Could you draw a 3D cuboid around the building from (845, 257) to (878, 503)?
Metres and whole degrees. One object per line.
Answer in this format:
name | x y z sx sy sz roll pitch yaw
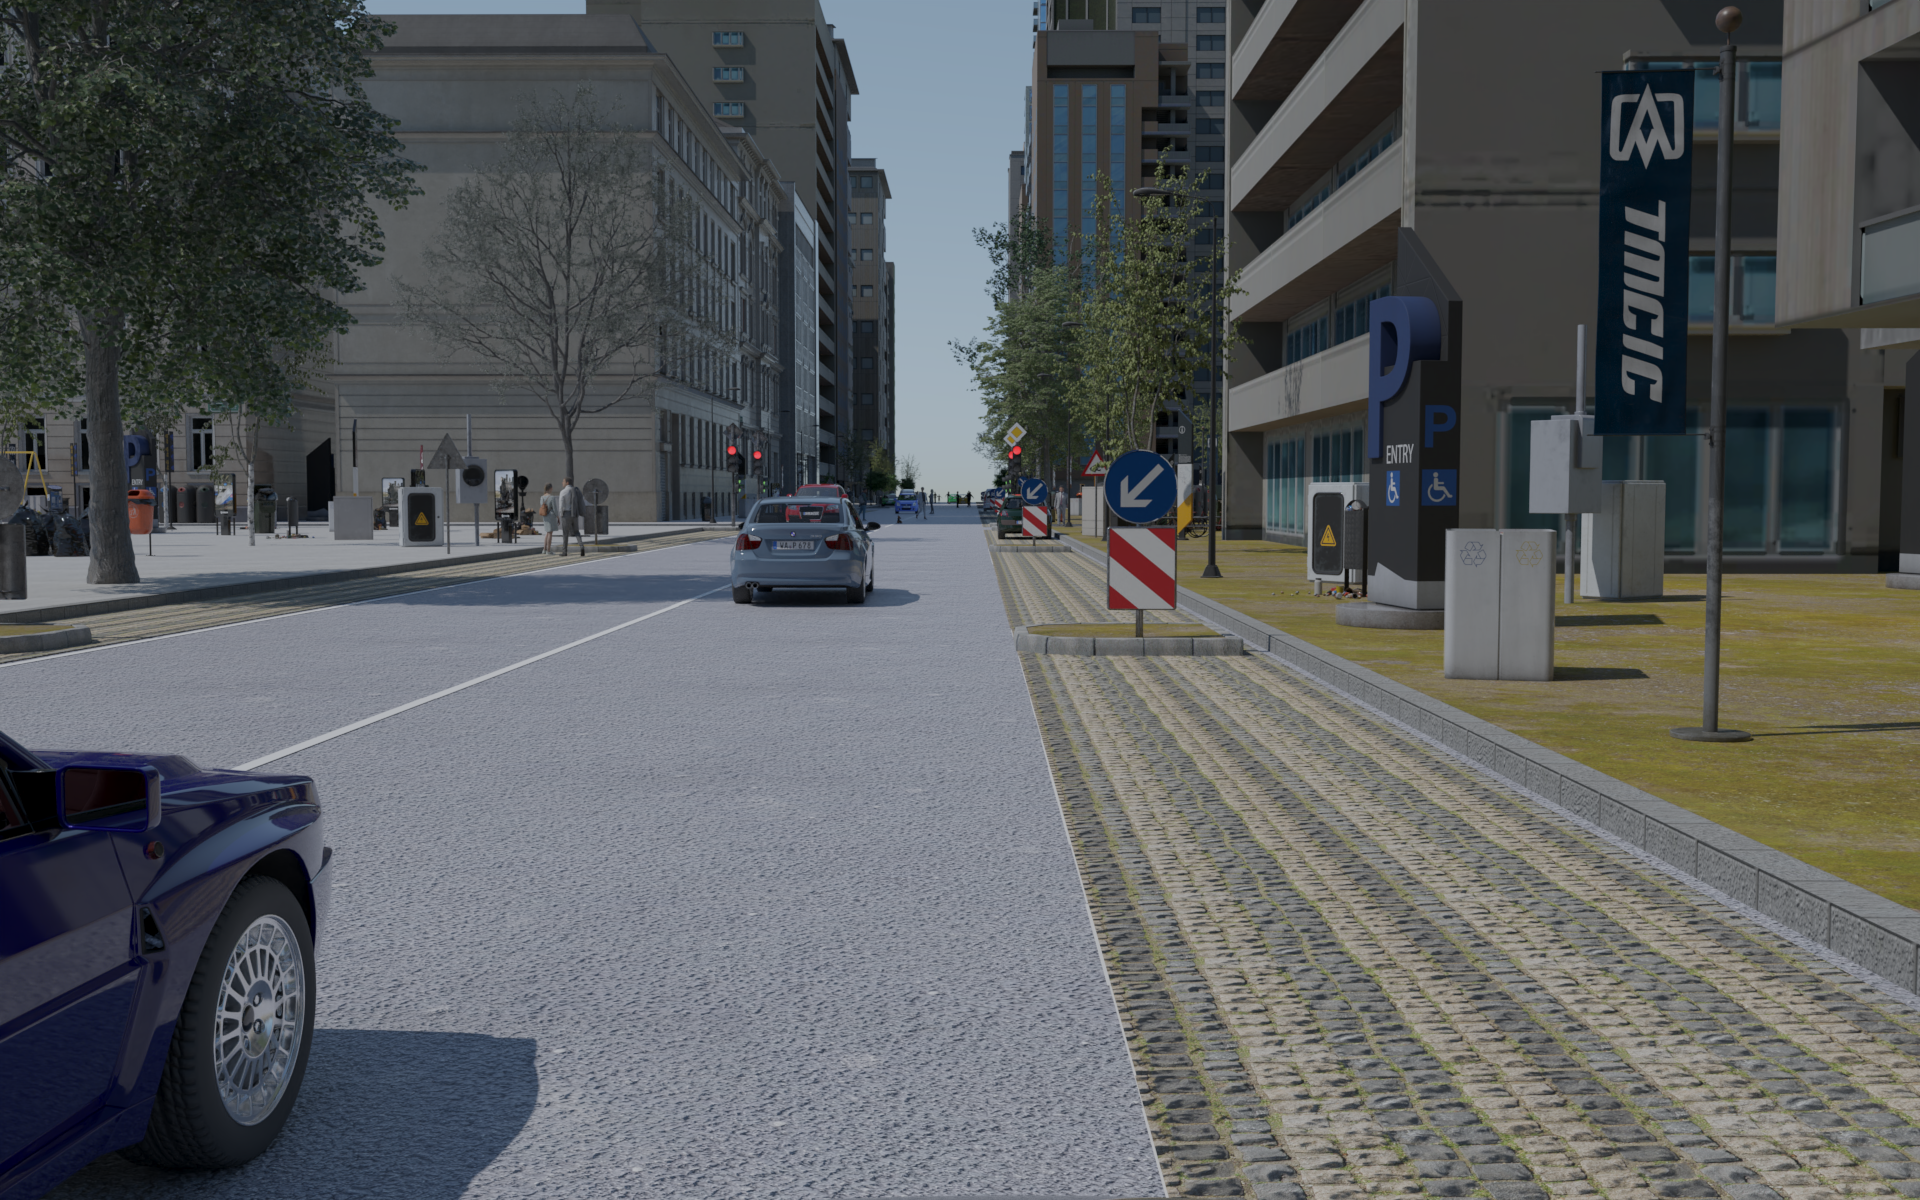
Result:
building | -28.083 -34.059 248.749 32.217 40.220 23.993 0 4 0

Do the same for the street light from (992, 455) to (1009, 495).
street light | 4.833 -14.329 206.814 1.470 5.913 1.316 0 4 0

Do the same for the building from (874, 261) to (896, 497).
building | -18.402 -37.490 296.561 14.154 41.232 14.086 0 4 0

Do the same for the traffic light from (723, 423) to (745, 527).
traffic light | -8.862 -4.823 67.782 0.839 4.253 0.868 0 4 0

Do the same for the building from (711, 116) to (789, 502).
building | -19.829 -20.285 119.052 14.401 28.519 23.554 0 4 0

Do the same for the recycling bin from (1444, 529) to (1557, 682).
recycling bin | 3.801 0.020 12.231 0.722 1.027 0.722 1 4 15

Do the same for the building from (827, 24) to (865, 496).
building | -26.644 -37.368 200.212 28.713 52.752 27.495 0 4 0

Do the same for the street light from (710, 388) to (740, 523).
street light | -10.272 -6.308 75.670 1.470 5.913 1.316 0 4 0

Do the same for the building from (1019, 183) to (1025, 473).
building | 15.343 -36.263 243.009 14.600 45.320 14.200 0 4 0

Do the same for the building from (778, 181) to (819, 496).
building | -18.397 -19.756 141.028 12.078 24.808 19.932 0 4 0

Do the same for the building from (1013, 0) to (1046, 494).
building | 18.788 -58.207 264.348 22.319 86.520 31.000 0 4 0

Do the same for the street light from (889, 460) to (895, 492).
street light | -9.136 -14.781 214.210 1.470 5.913 1.316 0 4 0

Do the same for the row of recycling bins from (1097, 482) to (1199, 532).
row of recycling bins | 6.189 -3.171 58.951 3.534 1.692 1.069 1 4 23

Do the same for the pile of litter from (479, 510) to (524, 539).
pile of litter | -13.326 -2.211 50.111 1.176 0.858 1.719 -1 4 -13

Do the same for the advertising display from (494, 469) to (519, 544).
advertising display | -11.800 -2.437 45.054 0.974 1.923 0.123 3 5 44

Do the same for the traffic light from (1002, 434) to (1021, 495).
traffic light | 2.261 -5.307 75.698 0.839 4.253 0.868 0 4 0

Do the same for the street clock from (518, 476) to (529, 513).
street clock | -17.079 -3.856 67.623 0.471 2.002 0.358 0 4 -7

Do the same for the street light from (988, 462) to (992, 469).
street light | 5.130 -16.953 249.717 1.470 5.913 1.316 0 4 0

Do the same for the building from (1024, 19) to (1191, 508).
building | 13.965 -31.519 165.452 14.600 45.320 14.200 0 4 0

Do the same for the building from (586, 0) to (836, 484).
building | -23.103 -32.873 161.167 21.300 48.544 21.600 0 4 0

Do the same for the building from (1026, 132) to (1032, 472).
building | 19.264 -36.023 208.587 23.786 49.044 30.456 0 4 0

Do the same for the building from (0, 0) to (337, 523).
building | -41.731 -18.202 83.502 20.117 28.700 13.634 0 4 0

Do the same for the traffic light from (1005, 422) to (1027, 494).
traffic light | 2.199 -4.819 67.713 0.839 4.253 0.868 0 4 0

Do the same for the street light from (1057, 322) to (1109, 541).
street light | 3.456 -4.546 46.870 1.470 5.913 1.316 0 4 0

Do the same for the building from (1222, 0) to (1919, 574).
building | 17.938 -25.262 36.731 21.300 48.544 21.600 0 4 0

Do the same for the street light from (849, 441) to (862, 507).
street light | -9.651 -10.990 152.224 1.470 5.913 1.316 0 4 0

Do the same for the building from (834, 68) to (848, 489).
building | -19.088 -32.383 179.572 14.600 45.320 14.200 0 4 0

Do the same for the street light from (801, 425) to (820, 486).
street light | -10.085 -8.790 116.259 1.470 5.913 1.316 0 4 0

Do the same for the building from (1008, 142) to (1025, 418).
building | 18.689 -46.079 295.385 21.231 58.520 28.212 0 4 0

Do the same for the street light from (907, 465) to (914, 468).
street light | -8.514 -19.799 296.254 1.470 5.913 1.316 0 4 0

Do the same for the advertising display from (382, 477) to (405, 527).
advertising display | -22.034 -3.802 67.383 0.974 1.923 0.123 1 4 16

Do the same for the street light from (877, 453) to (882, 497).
street light | -9.449 -13.549 194.072 1.470 5.913 1.316 0 4 0

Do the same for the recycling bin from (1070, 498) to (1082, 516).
recycling bin | 7.009 -5.546 103.239 0.722 1.027 0.722 3 5 39

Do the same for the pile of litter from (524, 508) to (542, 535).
pile of litter | -13.730 -2.463 54.232 1.176 0.858 1.719 -3 4 -39

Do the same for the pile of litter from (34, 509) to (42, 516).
pile of litter | -26.677 -2.185 49.686 1.719 0.858 1.176 -2 4 -35

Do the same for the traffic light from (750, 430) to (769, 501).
traffic light | -8.800 -5.312 75.767 0.839 4.253 0.868 0 4 0

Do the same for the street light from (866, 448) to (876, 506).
street light | -9.465 -12.291 173.504 1.470 5.913 1.316 0 4 0

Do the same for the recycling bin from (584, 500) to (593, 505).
recycling bin | -16.529 -3.872 75.862 0.722 1.027 0.722 -2 4 -28

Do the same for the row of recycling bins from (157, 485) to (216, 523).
row of recycling bins | -34.483 -4.232 76.303 3.534 1.692 1.069 0 4 6

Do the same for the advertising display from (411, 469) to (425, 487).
advertising display | -14.007 -2.422 44.808 0.123 1.923 0.974 0 4 -3

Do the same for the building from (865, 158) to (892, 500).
building | -25.614 -41.907 274.411 28.713 52.752 27.495 0 4 0

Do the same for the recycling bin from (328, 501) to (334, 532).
recycling bin | -21.074 -2.853 59.198 0.722 1.027 0.722 1 4 10

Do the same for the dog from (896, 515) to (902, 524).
dog | -3.028 -3.911 84.131 0.550 0.427 0.748 2 4 29

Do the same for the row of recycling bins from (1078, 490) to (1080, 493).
row of recycling bins | 9.539 -7.627 131.814 1.069 1.692 3.534 1 4 12

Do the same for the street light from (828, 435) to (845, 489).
street light | -9.838 -10.071 137.202 1.470 5.913 1.316 0 4 0

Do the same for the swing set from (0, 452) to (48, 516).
swing set | -35.690 -4.059 63.980 3.119 2.851 2.862 0 3 0

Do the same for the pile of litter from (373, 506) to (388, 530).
pile of litter | -20.989 -2.929 61.849 1.176 0.858 1.719 0 4 -4

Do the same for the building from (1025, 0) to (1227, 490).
building | 17.404 -45.490 182.009 20.563 71.187 20.611 0 4 0

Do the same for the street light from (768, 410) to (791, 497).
street light | -10.056 -7.539 95.808 1.470 5.913 1.316 0 4 0

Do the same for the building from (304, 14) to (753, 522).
building | -20.880 -15.823 91.987 16.112 22.955 30.059 0 4 0

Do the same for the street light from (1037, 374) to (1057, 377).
street light | 3.685 -5.778 67.008 1.470 5.913 1.316 0 4 0

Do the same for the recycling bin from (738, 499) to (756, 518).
recycling bin | -11.245 -4.837 91.637 0.722 1.027 0.722 -3 4 -38

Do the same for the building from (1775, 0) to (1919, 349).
building | 14.066 -20.036 11.189 14.154 41.232 14.086 0 4 0

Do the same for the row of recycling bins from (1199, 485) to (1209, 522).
row of recycling bins | 10.342 -4.358 78.366 1.069 1.692 3.534 2 4 25

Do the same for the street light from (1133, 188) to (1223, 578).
street light | 3.328 -3.297 26.447 1.470 5.913 1.316 0 4 0
